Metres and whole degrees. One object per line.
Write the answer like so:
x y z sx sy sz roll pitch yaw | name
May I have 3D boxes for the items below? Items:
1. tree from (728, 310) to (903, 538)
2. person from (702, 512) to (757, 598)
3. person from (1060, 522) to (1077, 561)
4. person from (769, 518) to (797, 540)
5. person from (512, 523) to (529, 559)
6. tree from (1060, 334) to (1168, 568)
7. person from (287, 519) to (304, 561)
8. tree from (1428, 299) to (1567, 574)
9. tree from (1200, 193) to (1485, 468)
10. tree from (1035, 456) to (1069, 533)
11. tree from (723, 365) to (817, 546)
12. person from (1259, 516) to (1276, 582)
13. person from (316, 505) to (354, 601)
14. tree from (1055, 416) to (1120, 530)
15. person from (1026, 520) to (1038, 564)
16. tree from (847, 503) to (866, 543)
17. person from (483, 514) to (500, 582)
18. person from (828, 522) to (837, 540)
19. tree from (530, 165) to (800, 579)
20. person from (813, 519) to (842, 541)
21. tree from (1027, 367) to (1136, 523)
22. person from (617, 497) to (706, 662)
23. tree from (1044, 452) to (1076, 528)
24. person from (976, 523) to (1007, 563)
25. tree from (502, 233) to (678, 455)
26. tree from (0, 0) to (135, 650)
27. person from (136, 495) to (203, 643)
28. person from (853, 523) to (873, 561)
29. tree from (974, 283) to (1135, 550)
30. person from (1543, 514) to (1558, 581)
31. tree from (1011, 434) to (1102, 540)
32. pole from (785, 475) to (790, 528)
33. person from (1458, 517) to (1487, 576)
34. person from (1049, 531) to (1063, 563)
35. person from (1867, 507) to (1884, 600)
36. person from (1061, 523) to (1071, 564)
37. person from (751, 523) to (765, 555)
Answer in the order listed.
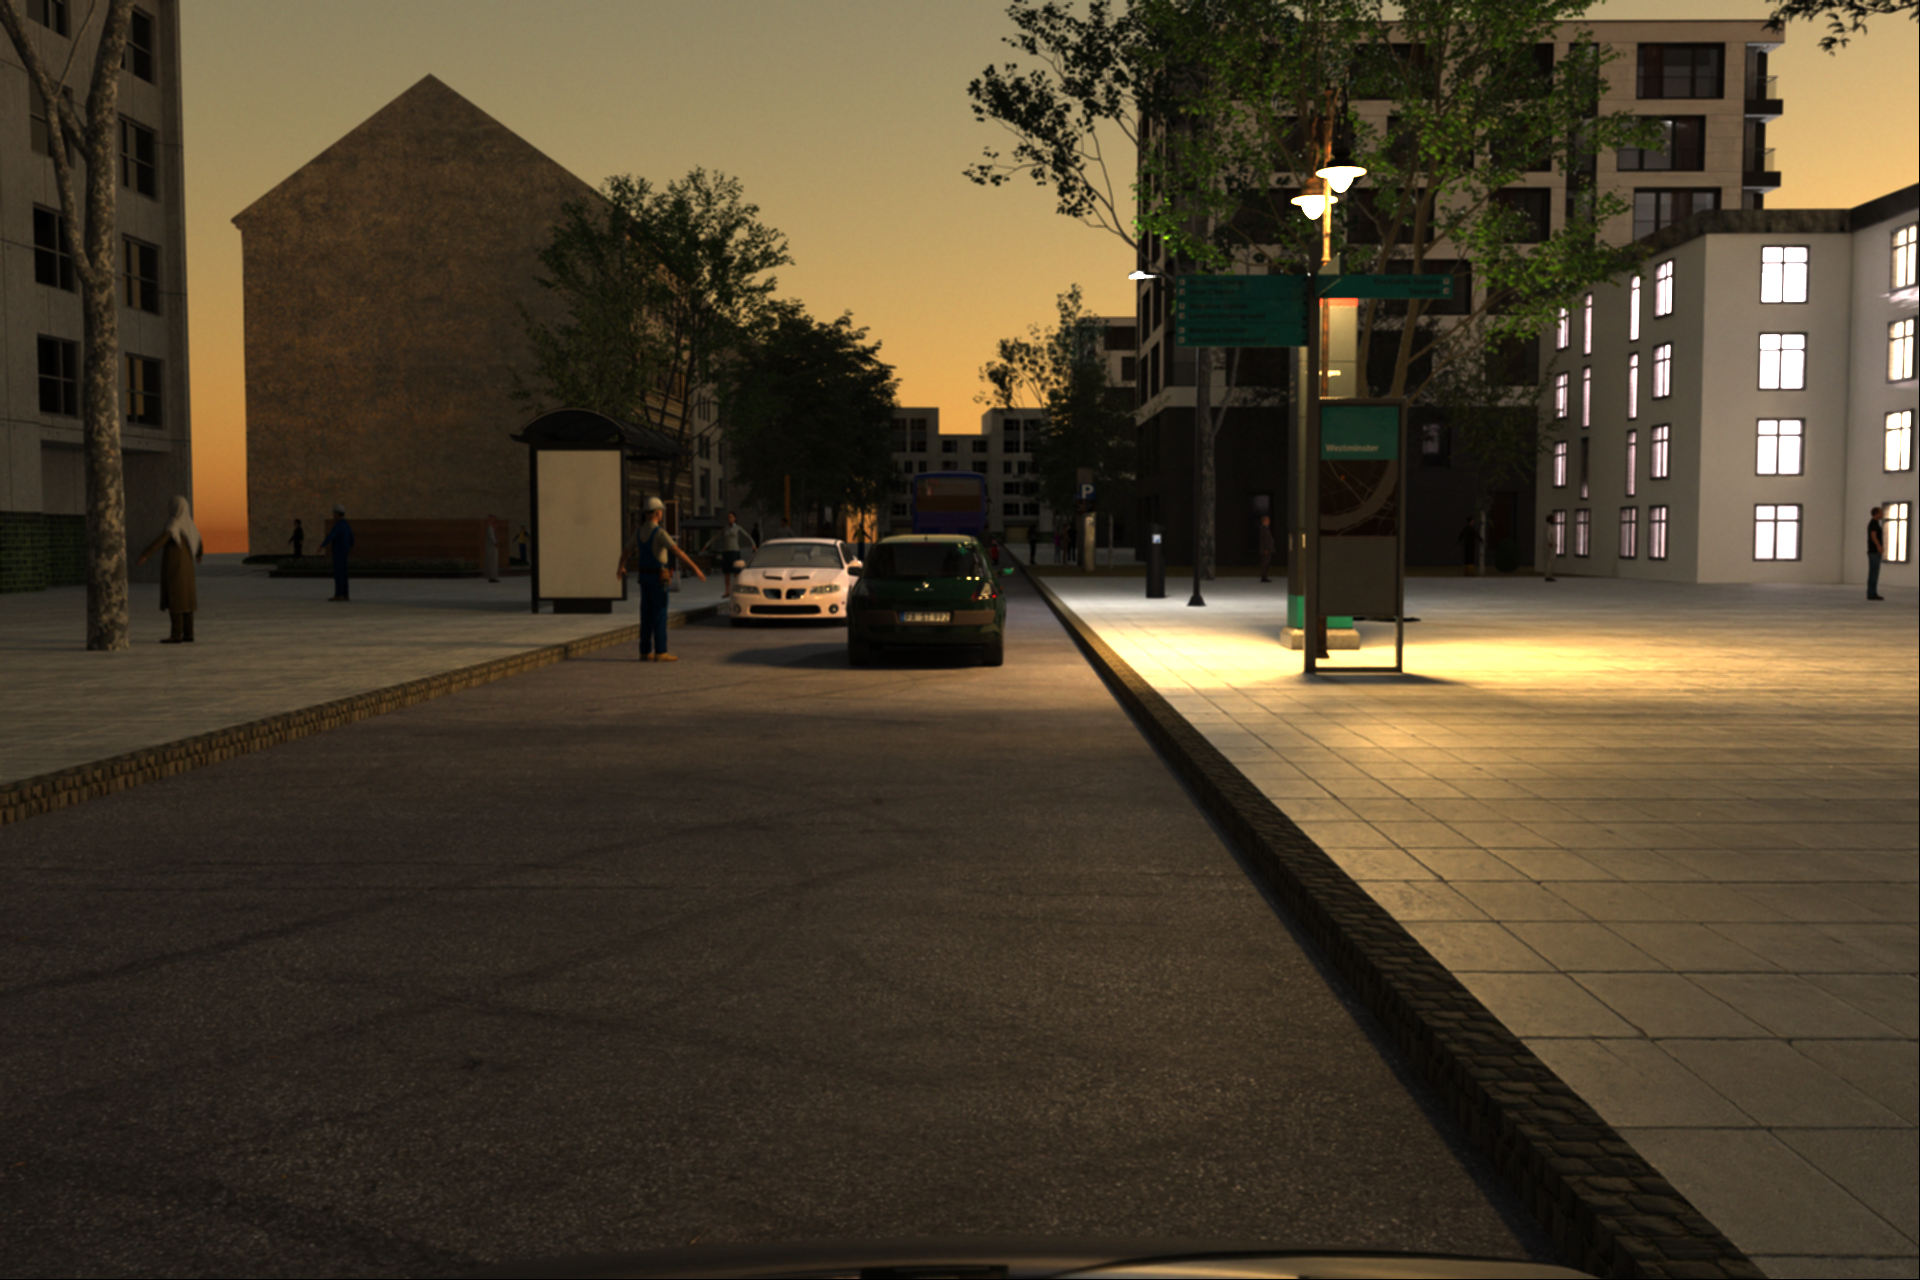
-7.981 -11.702 97.990 9.857 13.997 8.962 0 3 0 | tree
-4.613 -1.707 34.740 1.217 1.735 0.721 1 4 19 | person
5.268 -4.633 81.684 1.347 1.837 0.705 1 4 11 | person
-5.798 -3.102 56.899 1.347 1.806 0.705 2 4 31 | person
-19.313 -4.267 76.236 1.216 1.772 0.721 3 5 41 | person
5.428 -7.002 64.852 4.360 8.622 3.978 0 3 0 | tree
-23.218 -3.331 60.652 0.705 1.806 1.347 -3 5 -39 | person
16.961 -6.416 55.270 4.737 8.622 4.395 0 3 0 | tree
13.968 -9.360 63.400 12.009 13.543 11.850 0 3 0 | tree
8.198 -12.335 152.039 4.360 8.622 3.978 0 3 0 | tree
-8.750 -7.657 75.558 4.360 8.622 3.978 0 3 0 | tree
8.222 -2.430 46.321 0.434 1.755 0.990 1 4 14 | person
-11.932 -1.675 33.262 0.705 1.842 1.347 0 4 7 | person
7.380 -9.671 108.482 4.360 8.622 3.978 0 3 0 | tree
3.109 -4.122 73.176 0.705 1.856 1.354 0 4 -2 | person
-14.768 -18.316 249.831 4.360 8.622 3.978 0 3 0 | tree
-12.422 -2.443 46.089 0.704 1.811 1.347 -1 4 -18 | person
-5.666 -4.238 75.424 0.705 1.813 1.348 -2 4 -32 | person
-8.480 -7.594 49.914 9.928 11.665 9.643 0 3 0 | tree
-5.194 -3.763 67.297 1.354 1.858 0.705 -2 4 -30 | person
8.354 -12.155 116.858 7.486 12.596 7.792 0 3 0 | tree
-3.435 -0.687 19.543 1.347 1.847 0.705 2 4 35 | person
8.985 -11.931 145.441 4.737 8.622 4.395 0 3 0 | tree
0.884 -2.993 57.669 1.348 1.796 0.705 1 4 17 | person
-8.664 -5.588 41.724 4.737 8.622 4.395 0 3 0 | tree
-10.820 -9.991 19.236 12.611 20.169 13.585 0 3 0 | tree
-9.305 -0.837 20.455 0.721 1.736 1.217 0 4 8 | person
-4.719 -4.715 83.052 1.349 1.833 0.705 3 5 43 | person
7.384 -16.978 133.482 12.611 20.169 13.585 0 3 0 | tree
16.054 -2.506 47.059 0.704 1.819 1.344 2 4 25 | person
8.833 -13.693 158.286 8.767 10.594 7.601 0 4 5 | tree
-5.980 -4.051 60.083 0.158 3.312 0.155 0 3 0 | pole
15.664 -2.875 53.144 0.704 1.812 1.346 -1 4 -21 | person
4.307 -4.081 75.983 0.991 1.433 0.599 -2 4 -27 | person
17.888 -1.687 33.799 0.705 1.803 1.348 2 4 27 | person
4.531 -4.067 73.298 0.721 1.733 1.217 -1 4 -9 | person
-9.453 -4.545 80.534 0.704 1.802 1.346 -2 4 -31 | person
